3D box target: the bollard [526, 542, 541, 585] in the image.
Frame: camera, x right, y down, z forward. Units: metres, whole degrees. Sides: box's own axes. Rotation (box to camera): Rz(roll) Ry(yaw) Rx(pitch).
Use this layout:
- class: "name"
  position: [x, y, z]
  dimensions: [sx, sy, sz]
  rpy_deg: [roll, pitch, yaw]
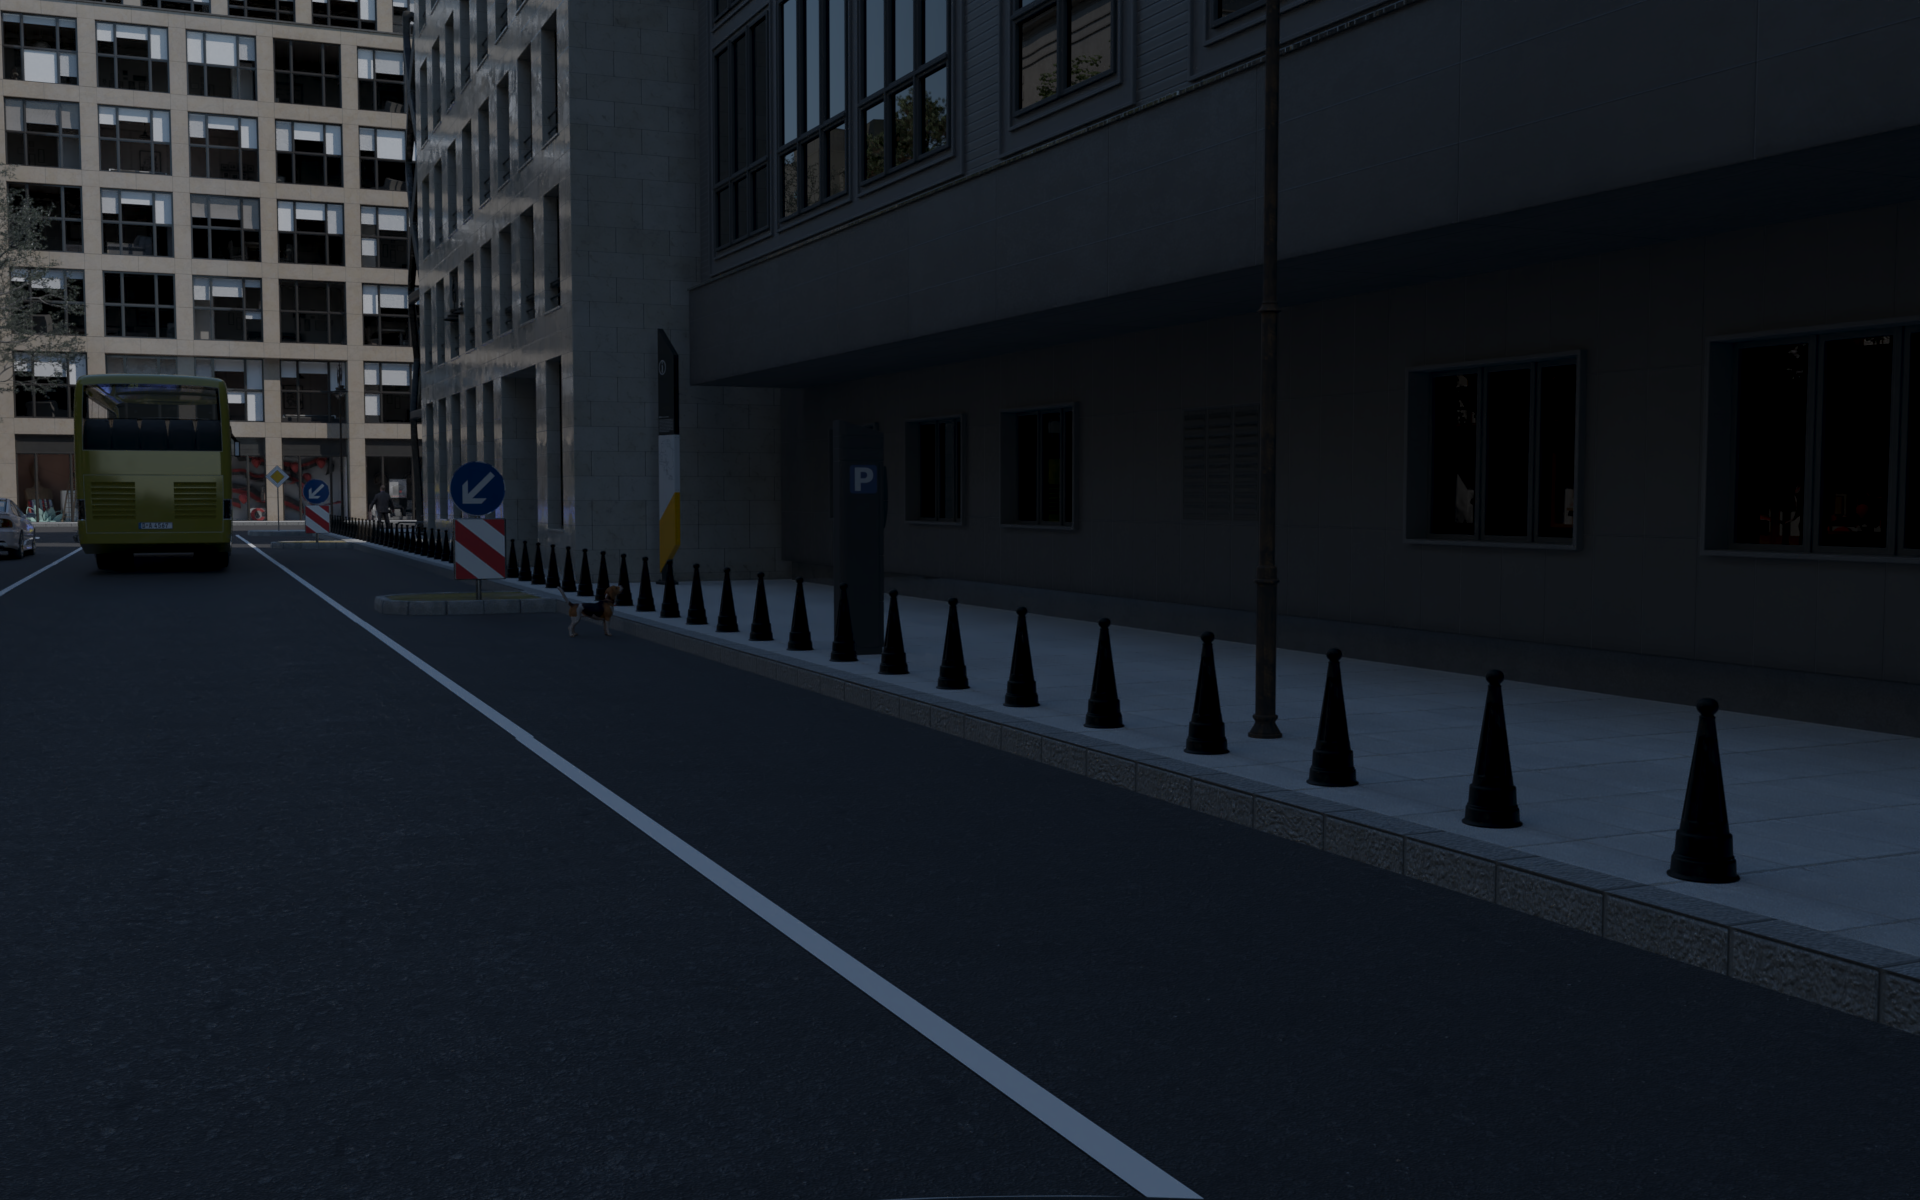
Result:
- class: "bollard"
  position: [-5.979, -0.521, 24.566]
  dimensions: [0.229, 0.601, 0.229]
  rpy_deg: [0, 3, 0]

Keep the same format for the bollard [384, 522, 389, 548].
- class: "bollard"
  position: [-13.602, -1.555, 41.462]
  dimensions: [0.229, 0.601, 0.229]
  rpy_deg: [0, 3, 0]

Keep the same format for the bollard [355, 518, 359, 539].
- class: "bollard"
  position: [-16.572, -1.958, 48.052]
  dimensions: [0.229, 0.601, 0.229]
  rpy_deg: [0, 3, 0]

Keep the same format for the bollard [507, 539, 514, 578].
- class: "bollard"
  position: [-6.831, -0.637, 26.457]
  dimensions: [0.229, 0.601, 0.229]
  rpy_deg: [0, 3, 0]

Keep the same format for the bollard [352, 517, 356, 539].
- class: "bollard"
  position: [-16.997, -2.015, 48.987]
  dimensions: [0.229, 0.601, 0.229]
  rpy_deg: [0, 3, 0]

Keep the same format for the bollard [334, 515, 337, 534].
- class: "bollard"
  position: [-19.538, -2.359, 54.619]
  dimensions: [0.229, 0.601, 0.229]
  rpy_deg: [0, 3, 0]

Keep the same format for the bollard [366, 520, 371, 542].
- class: "bollard"
  position: [-15.306, -1.786, 45.242]
  dimensions: [0.229, 0.601, 0.229]
  rpy_deg: [0, 3, 0]

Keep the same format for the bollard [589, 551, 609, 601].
- class: "bollard"
  position: [-4.286, -0.292, 20.814]
  dimensions: [0.229, 0.601, 0.229]
  rpy_deg: [0, 3, 0]

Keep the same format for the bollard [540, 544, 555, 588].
- class: "bollard"
  position: [-5.553, -0.464, 23.632]
  dimensions: [0.229, 0.601, 0.229]
  rpy_deg: [0, 3, 0]

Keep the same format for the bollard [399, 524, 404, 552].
- class: "bollard"
  position: [-12.328, -1.383, 38.645]
  dimensions: [0.229, 0.601, 0.229]
  rpy_deg: [0, 3, 0]

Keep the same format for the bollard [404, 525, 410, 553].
- class: "bollard"
  position: [-11.906, -1.325, 37.705]
  dimensions: [0.229, 0.601, 0.229]
  rpy_deg: [0, 3, 0]

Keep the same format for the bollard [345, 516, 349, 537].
- class: "bollard"
  position: [-17.838, -2.130, 50.861]
  dimensions: [0.229, 0.601, 0.229]
  rpy_deg: [0, 3, 0]

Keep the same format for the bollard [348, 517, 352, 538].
- class: "bollard"
  position: [-17.419, -2.072, 49.923]
  dimensions: [0.229, 0.601, 0.229]
  rpy_deg: [0, 3, 0]

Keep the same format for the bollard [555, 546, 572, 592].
- class: "bollard"
  position: [-5.129, -0.407, 22.694]
  dimensions: [0.229, 0.601, 0.229]
  rpy_deg: [0, 3, 0]

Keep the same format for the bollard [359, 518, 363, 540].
- class: "bollard"
  position: [-16.150, -1.901, 47.116]
  dimensions: [0.229, 0.601, 0.229]
  rpy_deg: [0, 3, 0]

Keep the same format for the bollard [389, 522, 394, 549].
- class: "bollard"
  position: [-13.176, -1.498, 40.527]
  dimensions: [0.229, 0.601, 0.229]
  rpy_deg: [0, 3, 0]

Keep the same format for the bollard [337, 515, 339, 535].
- class: "bollard"
  position: [-19.111, -2.302, 53.682]
  dimensions: [0.229, 0.601, 0.229]
  rpy_deg: [0, 3, 0]

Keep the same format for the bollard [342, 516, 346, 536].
- class: "bollard"
  position: [-18.259, -2.187, 51.798]
  dimensions: [0.229, 0.601, 0.229]
  rpy_deg: [0, 3, 0]

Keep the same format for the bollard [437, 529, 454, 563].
- class: "bollard"
  position: [-9.793, -1.039, 33.021]
  dimensions: [0.229, 0.601, 0.229]
  rpy_deg: [0, 3, 0]

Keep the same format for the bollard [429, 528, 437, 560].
- class: "bollard"
  position: [-10.216, -1.096, 33.957]
  dimensions: [0.229, 0.601, 0.229]
  rpy_deg: [0, 3, 0]

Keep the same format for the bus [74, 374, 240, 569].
- class: "bus"
  position: [-16.614, -2.735, 36.267]
  dimensions: [2.896, 3.916, 12.252]
  rpy_deg: [-1, 4, -23]

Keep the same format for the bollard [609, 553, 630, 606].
- class: "bollard"
  position: [-3.858, -0.235, 19.878]
  dimensions: [0.229, 0.601, 0.229]
  rpy_deg: [0, 3, 0]

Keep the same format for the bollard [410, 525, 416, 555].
- class: "bollard"
  position: [-11.480, -1.268, 36.767]
  dimensions: [0.229, 0.601, 0.229]
  rpy_deg: [0, 3, 0]

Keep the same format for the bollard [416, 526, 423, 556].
- class: "bollard"
  position: [-11.060, -1.210, 35.829]
  dimensions: [0.229, 0.601, 0.229]
  rpy_deg: [0, 3, 0]

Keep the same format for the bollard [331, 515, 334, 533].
- class: "bollard"
  position: [-19.956, -2.417, 55.558]
  dimensions: [0.229, 0.601, 0.229]
  rpy_deg: [0, 3, 0]

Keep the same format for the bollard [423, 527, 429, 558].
- class: "bollard"
  position: [-10.634, -1.153, 34.895]
  dimensions: [0.229, 0.601, 0.229]
  rpy_deg: [0, 3, 0]

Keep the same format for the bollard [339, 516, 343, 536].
- class: "bollard"
  position: [-18.690, -2.244, 52.739]
  dimensions: [0.229, 0.601, 0.229]
  rpy_deg: [0, 3, 0]

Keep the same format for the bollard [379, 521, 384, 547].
- class: "bollard"
  position: [-14.021, -1.612, 42.400]
  dimensions: [0.229, 0.601, 0.229]
  rpy_deg: [0, 3, 0]

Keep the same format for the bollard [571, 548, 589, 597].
- class: "bollard"
  position: [-4.707, -0.349, 21.755]
  dimensions: [0.229, 0.601, 0.229]
  rpy_deg: [0, 3, 0]

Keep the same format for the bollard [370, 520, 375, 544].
- class: "bollard"
  position: [-14.883, -1.729, 44.306]
  dimensions: [0.229, 0.601, 0.229]
  rpy_deg: [0, 3, 0]

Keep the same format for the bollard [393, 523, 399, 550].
- class: "bollard"
  position: [-12.755, -1.440, 39.591]
  dimensions: [0.229, 0.601, 0.229]
  rpy_deg: [0, 3, 0]

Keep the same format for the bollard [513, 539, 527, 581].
- class: "bollard"
  position: [-6.405, -0.580, 25.518]
  dimensions: [0.229, 0.601, 0.229]
  rpy_deg: [0, 3, 0]

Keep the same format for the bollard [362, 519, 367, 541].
- class: "bollard"
  position: [-15.730, -1.843, 46.177]
  dimensions: [0.229, 0.601, 0.229]
  rpy_deg: [0, 3, 0]

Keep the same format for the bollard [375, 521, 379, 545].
- class: "bollard"
  position: [-14.457, -1.671, 43.359]
  dimensions: [0.229, 0.601, 0.229]
  rpy_deg: [0, 3, 0]
